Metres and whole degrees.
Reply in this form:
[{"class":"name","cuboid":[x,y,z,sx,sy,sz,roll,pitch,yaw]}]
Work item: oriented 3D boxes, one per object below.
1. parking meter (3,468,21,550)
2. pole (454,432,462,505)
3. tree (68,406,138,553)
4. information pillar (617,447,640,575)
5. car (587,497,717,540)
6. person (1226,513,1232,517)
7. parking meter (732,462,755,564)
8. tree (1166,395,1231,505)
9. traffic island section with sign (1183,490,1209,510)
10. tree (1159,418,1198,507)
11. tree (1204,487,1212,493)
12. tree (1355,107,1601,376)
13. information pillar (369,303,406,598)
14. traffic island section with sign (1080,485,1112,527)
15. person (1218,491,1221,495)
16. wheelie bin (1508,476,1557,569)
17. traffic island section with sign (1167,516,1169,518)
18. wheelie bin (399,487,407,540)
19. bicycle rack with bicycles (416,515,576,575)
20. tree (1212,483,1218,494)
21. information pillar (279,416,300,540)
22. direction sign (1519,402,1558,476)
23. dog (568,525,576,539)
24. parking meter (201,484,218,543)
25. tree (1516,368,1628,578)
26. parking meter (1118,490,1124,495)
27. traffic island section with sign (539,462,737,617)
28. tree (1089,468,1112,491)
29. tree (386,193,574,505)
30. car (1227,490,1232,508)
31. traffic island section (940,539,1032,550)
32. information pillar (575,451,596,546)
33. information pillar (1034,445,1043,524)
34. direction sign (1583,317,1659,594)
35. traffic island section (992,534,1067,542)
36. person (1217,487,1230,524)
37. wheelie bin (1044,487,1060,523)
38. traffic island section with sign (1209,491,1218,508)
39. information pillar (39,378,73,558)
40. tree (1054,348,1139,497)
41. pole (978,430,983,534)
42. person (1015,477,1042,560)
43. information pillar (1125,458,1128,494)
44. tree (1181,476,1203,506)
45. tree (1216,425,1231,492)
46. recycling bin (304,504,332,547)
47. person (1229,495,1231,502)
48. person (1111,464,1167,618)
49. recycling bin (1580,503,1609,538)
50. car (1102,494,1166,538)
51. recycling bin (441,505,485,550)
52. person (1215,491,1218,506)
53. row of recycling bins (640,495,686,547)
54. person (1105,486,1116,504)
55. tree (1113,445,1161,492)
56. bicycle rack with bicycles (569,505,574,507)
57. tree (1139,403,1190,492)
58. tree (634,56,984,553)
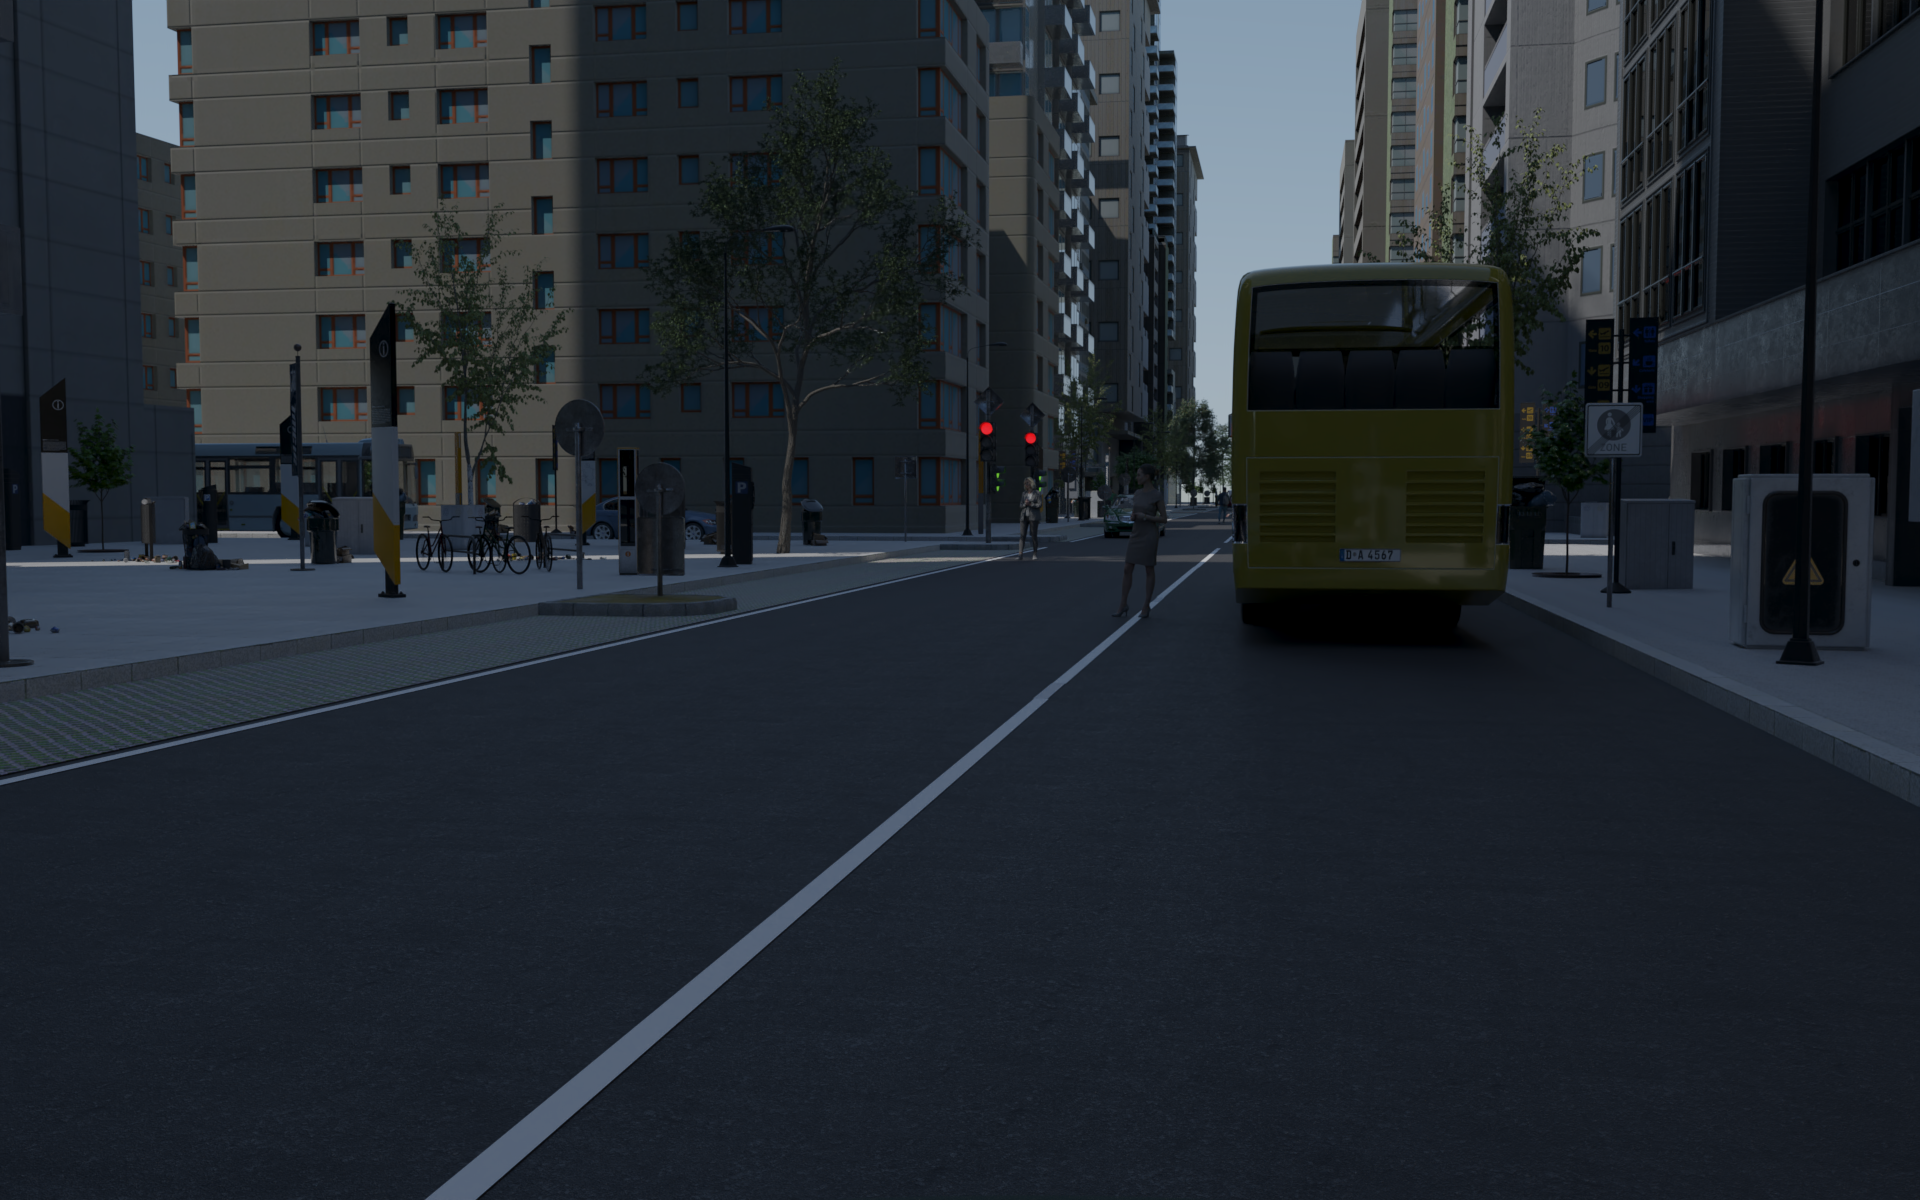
[{"class":"parking meter","cuboid":[-21.661,-2.068,39.524,0.255,1.863,0.399,0,4,4]},{"class":"pole","cuboid":[-16.480,-3.858,56.921,0.158,3.312,0.155,0,3,0]},{"class":"tree","cuboid":[-19.030,-2.659,38.081,1.663,3.219,1.824,0,3,0]},{"class":"information pillar","cuboid":[-5.243,-1.403,27.436,0.304,2.012,0.304,0,4,-2]},{"class":"car","cuboid":[-8.861,-2.339,50.250,4.499,1.417,2.014,1,4,12]},{"class":"person","cuboid":[12.637,-3.951,78.595,0.738,1.151,1.012,-1,4,-18]},{"class":"parking meter","cuboid":[-3.953,-1.584,31.615,0.399,1.863,0.255,0,4,0]},{"class":"tree","cuboid":[27.154,-17.396,201.424,9.611,12.733,9.660,0,3,0]},{"class":"traffic island section with sign","cuboid":[20.486,-8.727,151.315,1.989,1.847,2.006,1,4,11]},{"class":"tree","cuboid":[21.256,-13.265,167.248,4.360,8.622,3.978,0,3,0]},{"class":"tree","cuboid":[31.627,-14.266,227.847,1.663,3.219,1.824,0,3,0]},{"class":"tree","cuboid":[10.030,-5.059,33.085,4.737,8.622,4.395,0,3,0]},{"class":"information pillar","cuboid":[-7.118,-1.841,21.460,0.504,3.616,0.183,3,5,41]},{"class":"traffic island section with sign","cuboid":[6.301,-4.075,75.248,1.989,1.847,2.006,1,4,11]},{"class":"person","cuboid":[32.147,-12.576,214.208,1.348,1.812,0.705,-3,5,-40]},{"class":"wheelie bin","cuboid":[9.720,-1.332,29.680,0.980,1.594,0.693,1,4,9]},{"class":"traffic island section with sign","cuboid":[11.274,-5.704,101.893,1.989,1.847,2.006,1,4,11]},{"class":"wheelie bin","cuboid":[-15.923,-2.483,48.512,0.693,1.594,0.980,2,4,27]},{"class":"bicycle rack with bicycles","cuboid":[-7.506,-0.932,28.625,2.852,0.926,2.925,-2,4,-31]},{"class":"tree","cuboid":[38.798,-16.512,264.564,1.663,3.219,1.824,0,3,0]},{"class":"information pillar","cuboid":[-18.622,-3.474,48.154,0.504,3.616,0.183,0,4,-3]},{"class":"direction sign","cuboid":[14.287,-3.109,42.836,0.876,3.537,0.379,2,4,26]},{"class":"dog","cuboid":[-11.402,-1.976,51.601,0.406,0.507,0.540,1,4,10]},{"class":"parking meter","cuboid":[-19.649,-2.259,45.338,0.372,1.533,0.369,0,3,0]},{"class":"tree","cuboid":[9.532,-1.963,26.704,1.663,3.219,1.824,0,3,0]},{"class":"parking meter","cuboid":[10.279,-6.248,110.559,0.372,1.533,0.369,0,3,0]},{"class":"traffic island section with sign","cuboid":[-3.811,-0.761,21.071,1.989,1.847,2.006,1,4,11]},{"class":"tree","cuboid":[10.187,-8.044,126.120,1.663,3.219,1.824,0,3,0]},{"class":"tree","cuboid":[-12.083,-5.692,43.420,4.737,8.622,4.395,0,3,0]},{"class":"car","cuboid":[24.357,-8.831,153.052,2.281,1.827,5.304,1,4,9]},{"class":"traffic island section","cuboid":[0.721,-1.411,45.353,2.009,0.180,2.903,1,4,11]},{"class":"information pillar","cuboid":[-9.343,-3.168,43.151,0.504,3.616,0.183,0,4,0]},{"class":"information pillar","cuboid":[3.369,-5.115,74.991,0.504,3.616,0.183,-2,4,-31]},{"class":"direction sign","cuboid":[8.514,-1.858,22.376,0.876,3.537,0.379,2,4,23]},{"class":"traffic island section","cuboid":[2.185,-1.891,53.203,2.009,0.180,2.903,1,4,11]},{"class":"person","cuboid":[12.775,-4.599,84.036,0.623,1.781,0.721,0,4,4]},{"class":"wheelie bin","cuboid":[4.075,-4.188,76.377,0.693,1.594,0.980,0,4,4]},{"class":"traffic island section with sign","cuboid":[25.432,-10.348,177.814,1.989,1.847,2.006,1,4,11]},{"class":"information pillar","cuboid":[-18.161,-2.656,34.781,0.504,3.616,0.183,-2,4,-35]},{"class":"tree","cuboid":[6.212,-8.420,88.023,4.737,8.622,4.395,0,3,0]},{"class":"pole","cuboid":[0.665,-3.765,55.408,0.158,3.312,0.155,0,3,0]},{"class":"person","cuboid":[1.524,-1.774,37.681,0.537,1.800,0.526,2,4,35]},{"class":"information pillar","cuboid":[10.804,-7.389,112.157,0.183,3.616,0.504,-1,4,-9]},{"class":"tree","cuboid":[28.357,-13.277,211.687,1.663,3.219,1.824,0,3,0]},{"class":"tree","cuboid":[42.926,-22.392,284.227,7.486,12.596,7.792,0,3,0]},{"class":"recycling bin","cuboid":[-15.549,-1.827,42.430,0.722,1.027,0.722,2,4,35]},{"class":"person","cuboid":[19.334,-6.946,121.837,0.659,1.850,0.755,3,4,38]},{"class":"person","cuboid":[2.085,-0.687,20.075,0.599,1.781,0.374,3,5,44]},{"class":"recycling bin","cuboid":[18.652,-2.344,50.874,0.722,1.027,0.722,2,4,26]},{"class":"car","cuboid":[5.890,-2.832,58.099,2.131,1.459,4.920,1,4,10]},{"class":"recycling bin","cuboid":[-11.485,-1.681,40.031,0.722,1.027,0.722,2,4,25]},{"class":"person","cuboid":[27.204,-10.637,183.143,0.721,1.736,1.217,2,4,29]},{"class":"row of recycling bins","cuboid":[-7.318,-2.111,41.634,1.069,1.692,3.534,-1,4,-22]},{"class":"person","cuboid":[6.898,-4.346,79.808,0.600,1.795,0.529,0,4,8]},{"class":"tree","cuboid":[11.875,-8.103,116.195,4.285,4.588,4.351,0,3,0]},{"class":"bicycle rack with bicycles","cuboid":[-11.604,-2.665,56.955,2.852,0.926,2.925,0,4,-3]},{"class":"tree","cuboid":[16.288,-11.583,139.739,4.737,8.622,4.395,0,3,0]},{"class":"tree","cuboid":[-3.516,-6.273,36.970,7.601,10.594,8.767,2,4,24]}]
